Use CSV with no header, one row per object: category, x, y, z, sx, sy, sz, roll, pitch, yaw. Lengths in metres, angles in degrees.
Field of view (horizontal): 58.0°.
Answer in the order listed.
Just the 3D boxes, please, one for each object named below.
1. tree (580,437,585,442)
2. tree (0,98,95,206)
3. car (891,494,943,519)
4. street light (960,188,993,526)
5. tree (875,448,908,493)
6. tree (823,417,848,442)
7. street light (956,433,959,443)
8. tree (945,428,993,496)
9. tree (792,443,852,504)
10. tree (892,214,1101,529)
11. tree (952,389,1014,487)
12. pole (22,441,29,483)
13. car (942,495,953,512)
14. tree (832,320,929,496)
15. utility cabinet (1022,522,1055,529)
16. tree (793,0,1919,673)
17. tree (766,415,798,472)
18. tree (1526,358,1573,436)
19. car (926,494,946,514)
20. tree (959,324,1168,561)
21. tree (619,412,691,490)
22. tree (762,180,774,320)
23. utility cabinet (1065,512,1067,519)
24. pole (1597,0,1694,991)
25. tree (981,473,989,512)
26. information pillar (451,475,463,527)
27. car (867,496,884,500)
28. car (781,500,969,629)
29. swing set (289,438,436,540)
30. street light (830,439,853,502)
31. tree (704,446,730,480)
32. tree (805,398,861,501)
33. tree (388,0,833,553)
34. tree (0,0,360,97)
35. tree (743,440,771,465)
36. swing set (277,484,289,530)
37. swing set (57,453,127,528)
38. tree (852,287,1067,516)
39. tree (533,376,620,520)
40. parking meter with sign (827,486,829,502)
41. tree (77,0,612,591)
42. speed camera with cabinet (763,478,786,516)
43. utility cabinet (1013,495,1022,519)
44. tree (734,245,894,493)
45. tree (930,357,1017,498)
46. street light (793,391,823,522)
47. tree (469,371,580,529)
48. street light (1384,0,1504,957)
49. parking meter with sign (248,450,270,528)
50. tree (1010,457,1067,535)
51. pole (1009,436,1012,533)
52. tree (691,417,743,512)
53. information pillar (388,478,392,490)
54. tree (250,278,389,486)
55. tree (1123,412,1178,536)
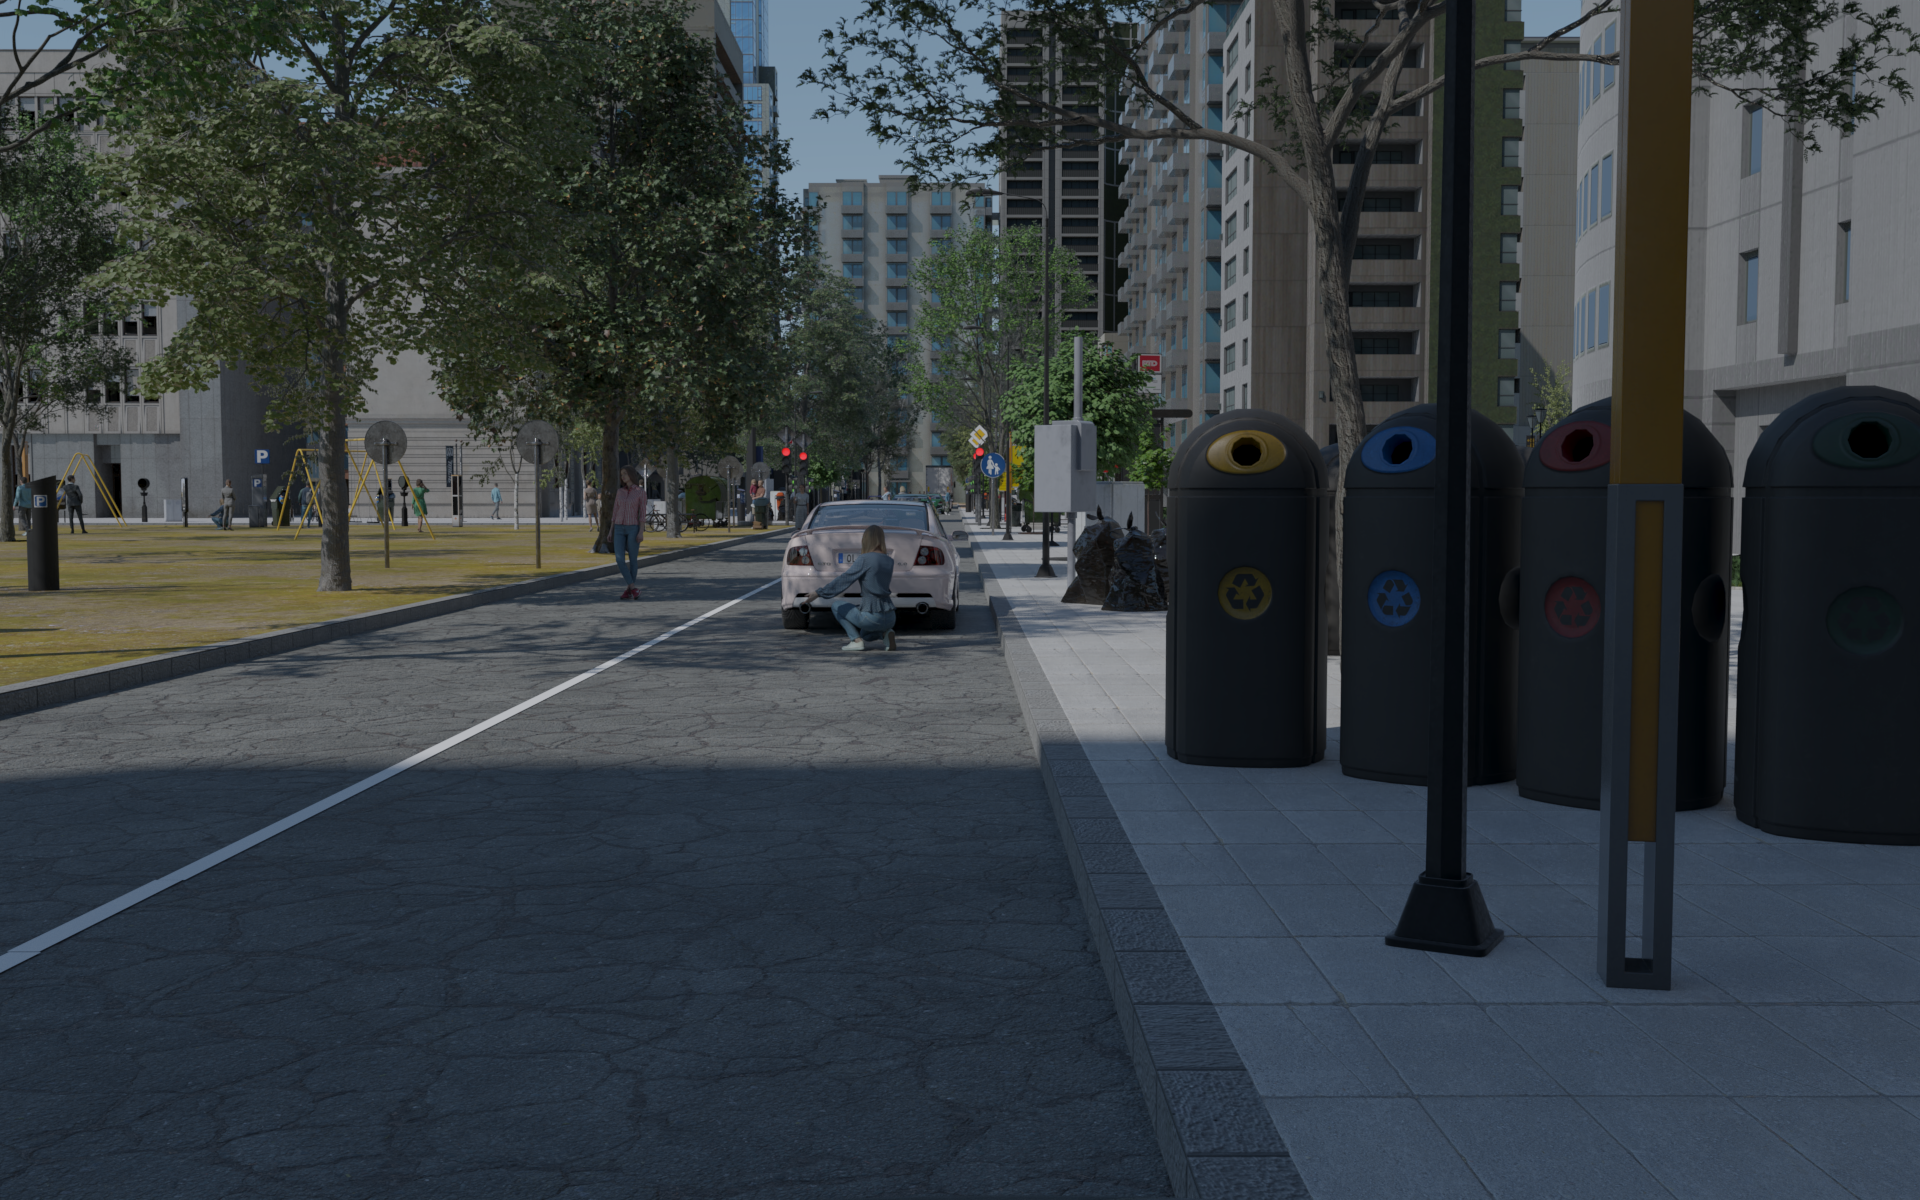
tree,-18.680,-7.925,79.937,4.360,8.622,3.978,0,3,0
tree,-19.556,-5.991,32.373,8.767,10.594,7.601,0,4,0
car,-1.622,-2.784,57.316,2.131,1.459,4.920,0,4,-1
street light,0.780,-3.299,26.474,1.470,5.913,1.316,0,4,0
tree,-8.480,-15.398,202.116,4.360,8.622,3.978,0,3,0
tree,-8.720,-15.507,163.915,12.009,13.543,11.850,0,3,0
street light,0.669,-5.902,69.044,1.470,5.913,1.316,0,4,0
tree,1.840,-19.098,230.374,7.486,12.596,7.792,0,3,0
tree,-7.755,-6.855,95.785,4.285,4.588,4.351,0,3,0
tree,1.369,-8.426,63.526,9.928,11.665,9.643,0,3,0
tree,1.292,-10.040,114.512,4.737,8.622,4.395,0,3,0
pole,-36.173,-4.479,67.069,0.158,3.312,0.155,0,3,0
car,-1.617,-7.938,142.149,2.083,1.381,4.827,0,4,-1
tree,-9.592,-20.501,191.084,12.611,20.169,13.585,0,3,0
utility cabinet,2.823,-3.289,62.460,1.173,1.500,0.318,0,4,3
tree,2.395,-4.684,11.003,8.767,10.594,7.601,-3,4,-36
tree,-15.458,-12.057,147.487,4.737,8.622,4.395,0,3,0
tree,32.386,-8.743,93.318,4.737,8.622,4.395,0,3,0
car,-1.946,-6.834,123.529,2.131,1.459,4.920,0,4,2
tree,2.379,-3.057,33.699,4.285,4.588,4.351,0,3,0
tree,-18.139,-8.942,96.564,4.360,8.622,3.978,0,3,0
tree,-8.575,-8.064,49.980,7.486,12.596,7.792,0,3,0
utility cabinet,5.509,-4.680,87.685,0.306,1.237,1.020,1,4,10
pole,1.773,-0.649,4.461,0.158,3.312,0.155,0,3,0
tree,1.754,-7.920,124.087,1.663,3.219,1.824,0,3,0
information pillar,-19.498,-3.833,67.160,0.304,2.012,0.304,1,4,13
car,-5.514,-6.280,115.263,1.945,1.354,3.894,0,4,-1
car,-0.945,-0.451,19.729,2.083,1.381,4.827,0,4,1
swing set,-16.711,-3.124,48.694,2.862,2.851,3.119,-3,5,-44
street light,-6.934,-7.785,99.828,1.470,5.913,1.316,0,4,0
tree,-18.052,-11.067,131.312,4.737,8.622,4.395,0,3,0
tree,-7.849,-9.623,107.697,4.360,8.622,3.978,0,3,0
tree,-7.569,-7.369,37.499,9.611,12.733,9.660,0,3,0
tree,-8.307,-5.312,12.611,9.928,11.665,9.643,0,3,0
tree,-15.617,-10.566,123.122,4.360,8.622,3.978,0,3,0
swing set,-22.047,-3.904,61.454,2.862,2.851,3.119,2,4,35
swing set,-33.890,-4.241,66.964,2.862,2.851,3.119,-1,4,-22
tree,2.128,-11.652,100.887,12.009,13.543,11.850,0,3,0
tree,-19.577,-8.619,91.277,4.737,8.622,4.395,0,3,0
parking meter with sign,-8.717,-7.111,112.518,0.543,3.016,1.738,-1,4,-14
tree,-8.108,-6.415,23.012,7.486,12.596,7.792,0,3,0
speed camera with cabinet,-10.729,-6.445,99.705,0.660,3.252,2.038,-3,5,-42
utility cabinet,2.977,-4.758,88.947,1.020,1.237,0.306,1,4,22
tree,-8.131,-11.034,87.062,9.857,13.997,8.962,0,3,0
tree,1.940,-15.601,161.736,9.857,13.997,8.962,0,3,0
street light,-6.881,-6.459,78.150,1.470,5.913,1.316,0,4,0
tree,-16.194,-6.882,62.884,4.360,8.622,3.978,0,3,0
street light,0.851,-1.973,4.798,1.470,5.913,1.316,0,4,0
parking meter with sign,-27.135,-4.326,66.995,0.543,3.016,1.738,-1,4,-10
tree,2.247,-3.716,55.351,1.663,3.219,1.824,0,3,0
pole,1.618,-3.857,56.904,0.158,3.312,0.155,0,3,0
tree,-16.871,-9.822,110.958,4.360,8.622,3.978,0,3,0
information pillar,-26.855,-4.701,81.354,0.304,2.012,0.304,-3,4,-36
tree,-20.034,-6.395,54.922,4.360,8.622,3.978,0,3,0
tree,4.278,-2.739,39.388,1.663,3.219,1.824,0,3,0
